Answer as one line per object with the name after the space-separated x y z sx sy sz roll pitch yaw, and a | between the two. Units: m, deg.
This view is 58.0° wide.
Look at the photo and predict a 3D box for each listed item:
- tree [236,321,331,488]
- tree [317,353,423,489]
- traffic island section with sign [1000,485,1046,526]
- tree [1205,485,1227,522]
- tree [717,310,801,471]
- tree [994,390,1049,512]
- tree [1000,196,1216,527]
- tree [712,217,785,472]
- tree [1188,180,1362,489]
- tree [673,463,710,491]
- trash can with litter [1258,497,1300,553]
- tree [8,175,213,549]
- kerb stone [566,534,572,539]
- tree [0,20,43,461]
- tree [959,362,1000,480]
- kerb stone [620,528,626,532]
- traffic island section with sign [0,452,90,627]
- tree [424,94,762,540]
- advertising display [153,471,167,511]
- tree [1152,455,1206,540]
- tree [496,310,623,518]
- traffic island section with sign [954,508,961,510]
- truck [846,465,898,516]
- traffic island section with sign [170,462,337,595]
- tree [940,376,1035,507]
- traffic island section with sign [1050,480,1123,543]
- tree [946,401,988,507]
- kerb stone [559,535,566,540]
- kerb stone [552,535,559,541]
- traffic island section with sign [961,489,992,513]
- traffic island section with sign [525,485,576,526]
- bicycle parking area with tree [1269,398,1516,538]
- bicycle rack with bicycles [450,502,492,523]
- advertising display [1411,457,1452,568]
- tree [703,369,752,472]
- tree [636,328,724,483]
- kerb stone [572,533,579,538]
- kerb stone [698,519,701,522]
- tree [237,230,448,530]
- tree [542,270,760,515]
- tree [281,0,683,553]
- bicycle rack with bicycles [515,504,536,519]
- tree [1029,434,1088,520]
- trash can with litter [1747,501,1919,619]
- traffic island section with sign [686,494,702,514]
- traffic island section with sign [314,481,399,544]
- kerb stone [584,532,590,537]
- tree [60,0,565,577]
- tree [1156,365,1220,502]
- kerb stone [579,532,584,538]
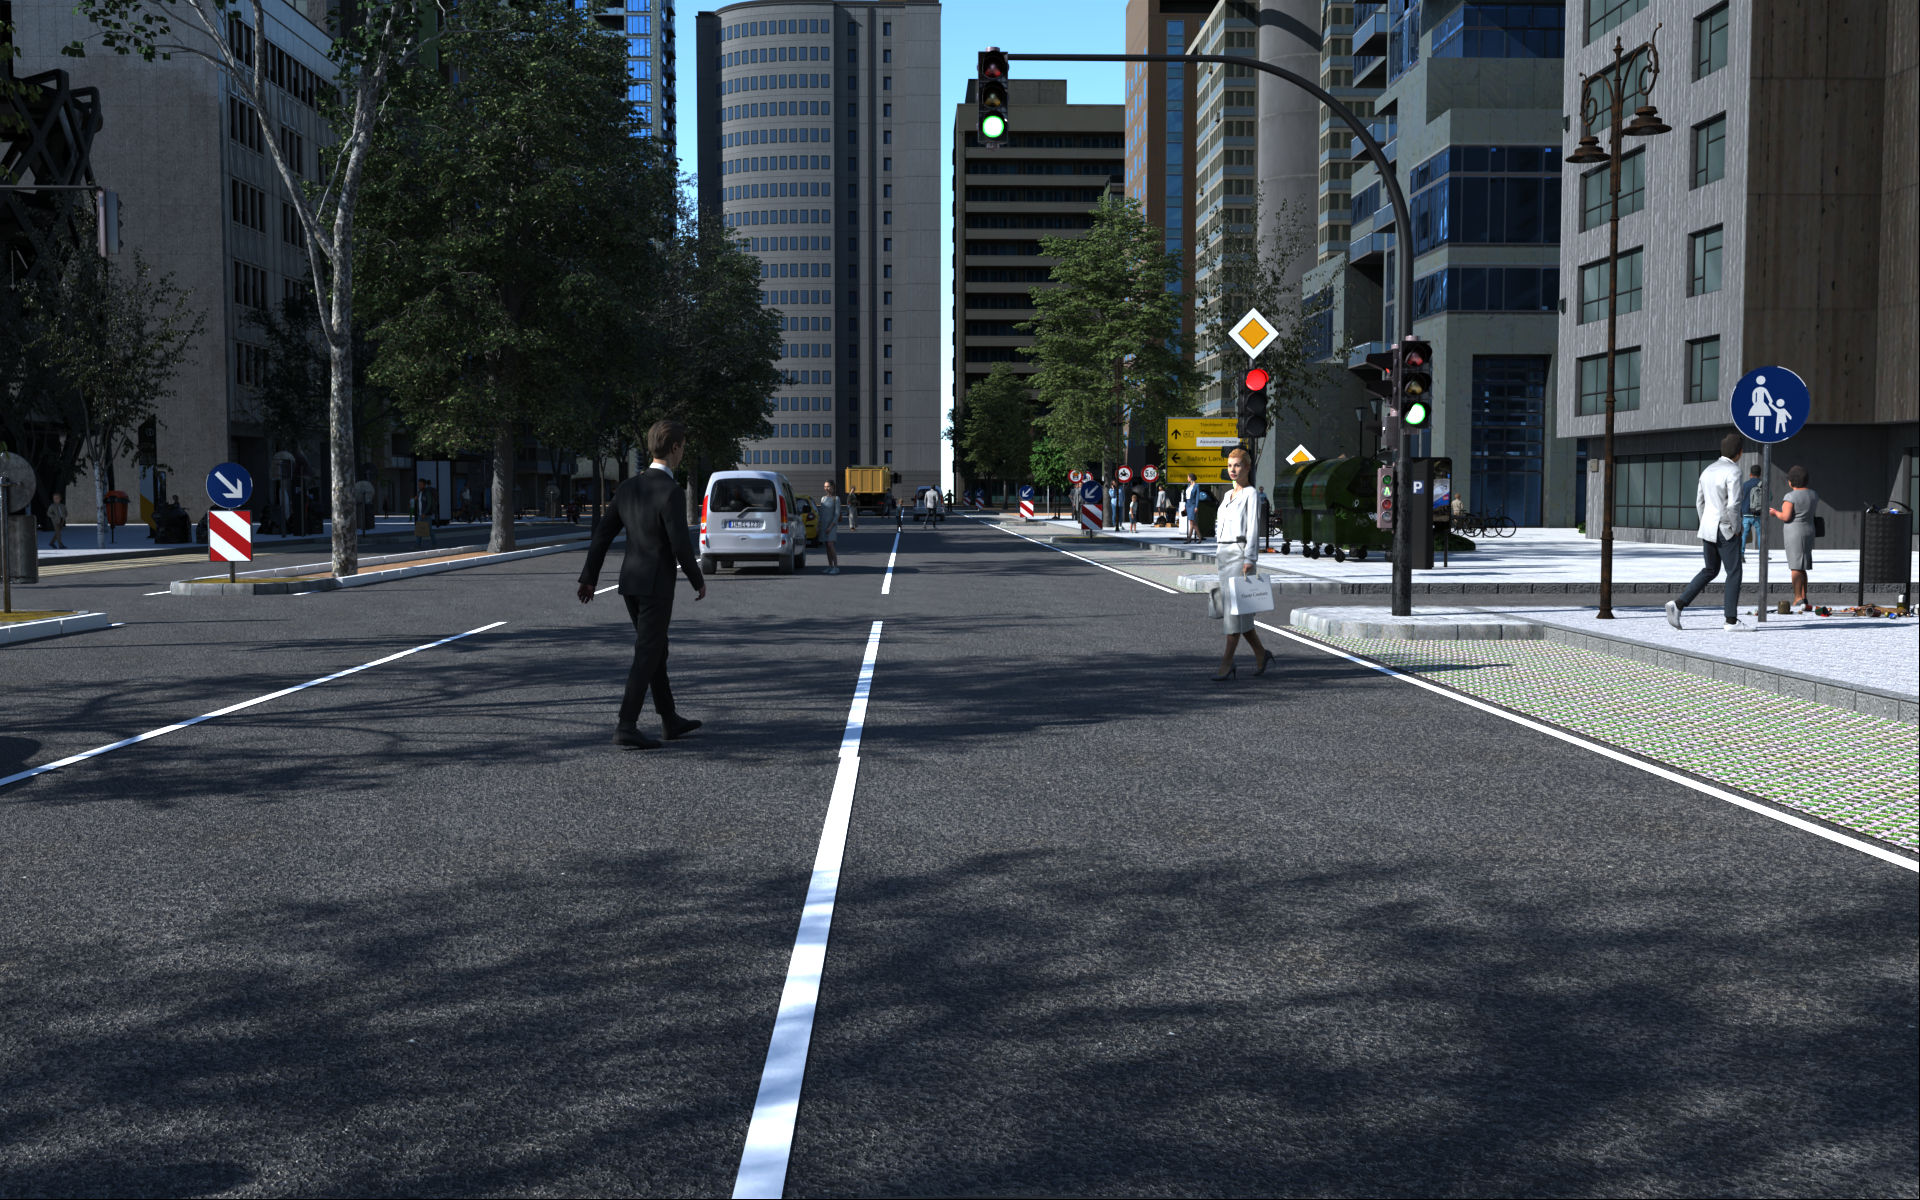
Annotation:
-27.830 -7.450 72.166 4.360 8.622 3.978 0 3 0 | tree
-28.950 -8.144 83.511 4.737 8.622 4.395 0 3 0 | tree
2.839 -4.245 78.030 1.989 1.847 2.006 0 4 -2 | traffic island section with sign
11.414 -5.830 79.033 4.285 4.588 4.351 0 3 0 | tree
-22.193 -19.606 176.451 12.611 20.169 13.585 0 3 0 | tree
4.141 -10.529 122.519 4.737 8.622 4.395 0 3 0 | tree
5.837 -9.048 66.054 7.486 12.596 7.792 0 3 0 | tree
-12.379 -10.418 79.444 9.857 13.997 8.962 0 3 0 | tree
7.281 -5.590 41.757 4.360 8.622 3.978 0 3 0 | tree
-23.291 -10.078 148.496 4.285 4.588 4.351 0 3 0 | tree
6.618 -1.660 38.205 1.678 1.210 2.233 -1 4 -14 | trash can with litter
-20.038 -5.508 40.416 4.360 8.622 3.978 0 3 0 | tree
-12.448 -1.977 54.547 0.120 0.150 1.000 0 4 -2 | kerb stone
-9.970 -3.803 15.004 4.737 8.622 4.395 0 3 0 | tree
3.776 -14.084 148.395 7.486 12.596 7.792 0 3 0 | tree
-12.797 -2.667 65.797 0.120 0.150 1.000 0 4 -2 | kerb stone
-10.278 -0.609 18.091 2.006 1.907 1.989 0 4 -2 | traffic island section with sign
-11.230 -8.582 53.143 12.009 13.543 11.850 0 3 0 | tree
-22.458 -2.656 48.635 0.123 1.923 0.974 -1 4 -12 | advertising display
6.447 -3.288 48.363 1.663 3.219 1.824 0 3 0 | tree
-21.672 -10.212 92.729 9.928 11.665 9.643 0 3 0 | tree
0.475 -8.949 154.941 1.989 1.847 2.006 0 4 -2 | traffic island section with sign
-5.997 -7.283 115.001 3.469 3.379 9.791 0 4 0 | truck
-10.496 -1.062 25.495 2.006 1.907 1.989 0 4 -2 | traffic island section with sign
2.867 -15.289 166.988 9.611 12.733 9.660 0 3 0 | tree
3.680 -2.584 50.879 1.989 1.847 2.006 0 4 -2 | traffic island section with sign
2.725 -15.447 178.316 9.928 11.665 9.643 0 3 0 | tree
-12.421 -1.910 53.519 0.120 0.150 1.000 0 4 -2 | kerb stone
-12.393 -1.850 52.497 0.120 0.150 1.000 0 4 -2 | kerb stone
1.313 -7.301 127.998 1.989 1.847 2.006 0 4 -2 | traffic island section with sign
-18.264 -4.207 77.408 1.989 1.847 2.006 0 4 -2 | traffic island section with sign
13.007 -4.133 54.578 9.016 4.147 8.231 1 4 21 | bicycle parking area with tree
-22.339 -3.879 76.805 2.925 0.926 2.852 -1 4 -15 | bicycle rack with bicycles
8.083 -1.527 30.184 0.974 1.923 0.123 -1 4 -9 | advertising display
-12.154 -8.207 87.000 4.737 8.622 4.395 0 3 0 | tree
-11.950 -7.315 72.421 4.360 8.622 3.978 0 3 0 | tree
-12.476 -2.041 55.569 0.120 0.150 1.000 0 4 -2 | kerb stone
-13.522 -4.100 89.349 0.120 0.150 1.000 0 4 -2 | kerb stone
-21.532 -7.767 61.401 7.601 10.594 8.767 0 4 -6 | tree
-11.636 -7.839 65.032 8.767 10.594 7.601 0 4 -2 | tree
-11.127 -8.110 41.712 9.857 13.997 8.962 0 3 0 | tree
-23.218 -4.603 88.643 2.925 0.926 2.852 -1 4 -16 | bicycle rack with bicycles
4.977 -6.357 87.651 4.285 4.588 4.351 0 3 0 | tree
9.448 -0.456 18.515 2.233 1.210 1.678 0 4 0 | trash can with litter
-19.804 -7.262 127.362 1.989 1.847 2.006 0 4 -2 | traffic island section with sign
-17.432 -2.546 50.262 1.989 1.847 2.006 0 4 -2 | traffic island section with sign
-12.546 -2.166 57.614 0.120 0.150 1.000 0 4 -2 | kerb stone
-11.886 -10.510 30.182 12.611 20.169 13.585 0 3 0 | tree
12.768 -9.081 98.837 4.737 8.622 4.395 0 3 0 | tree
-12.516 -2.103 56.590 0.120 0.150 1.000 0 4 -2 | kerb stone
